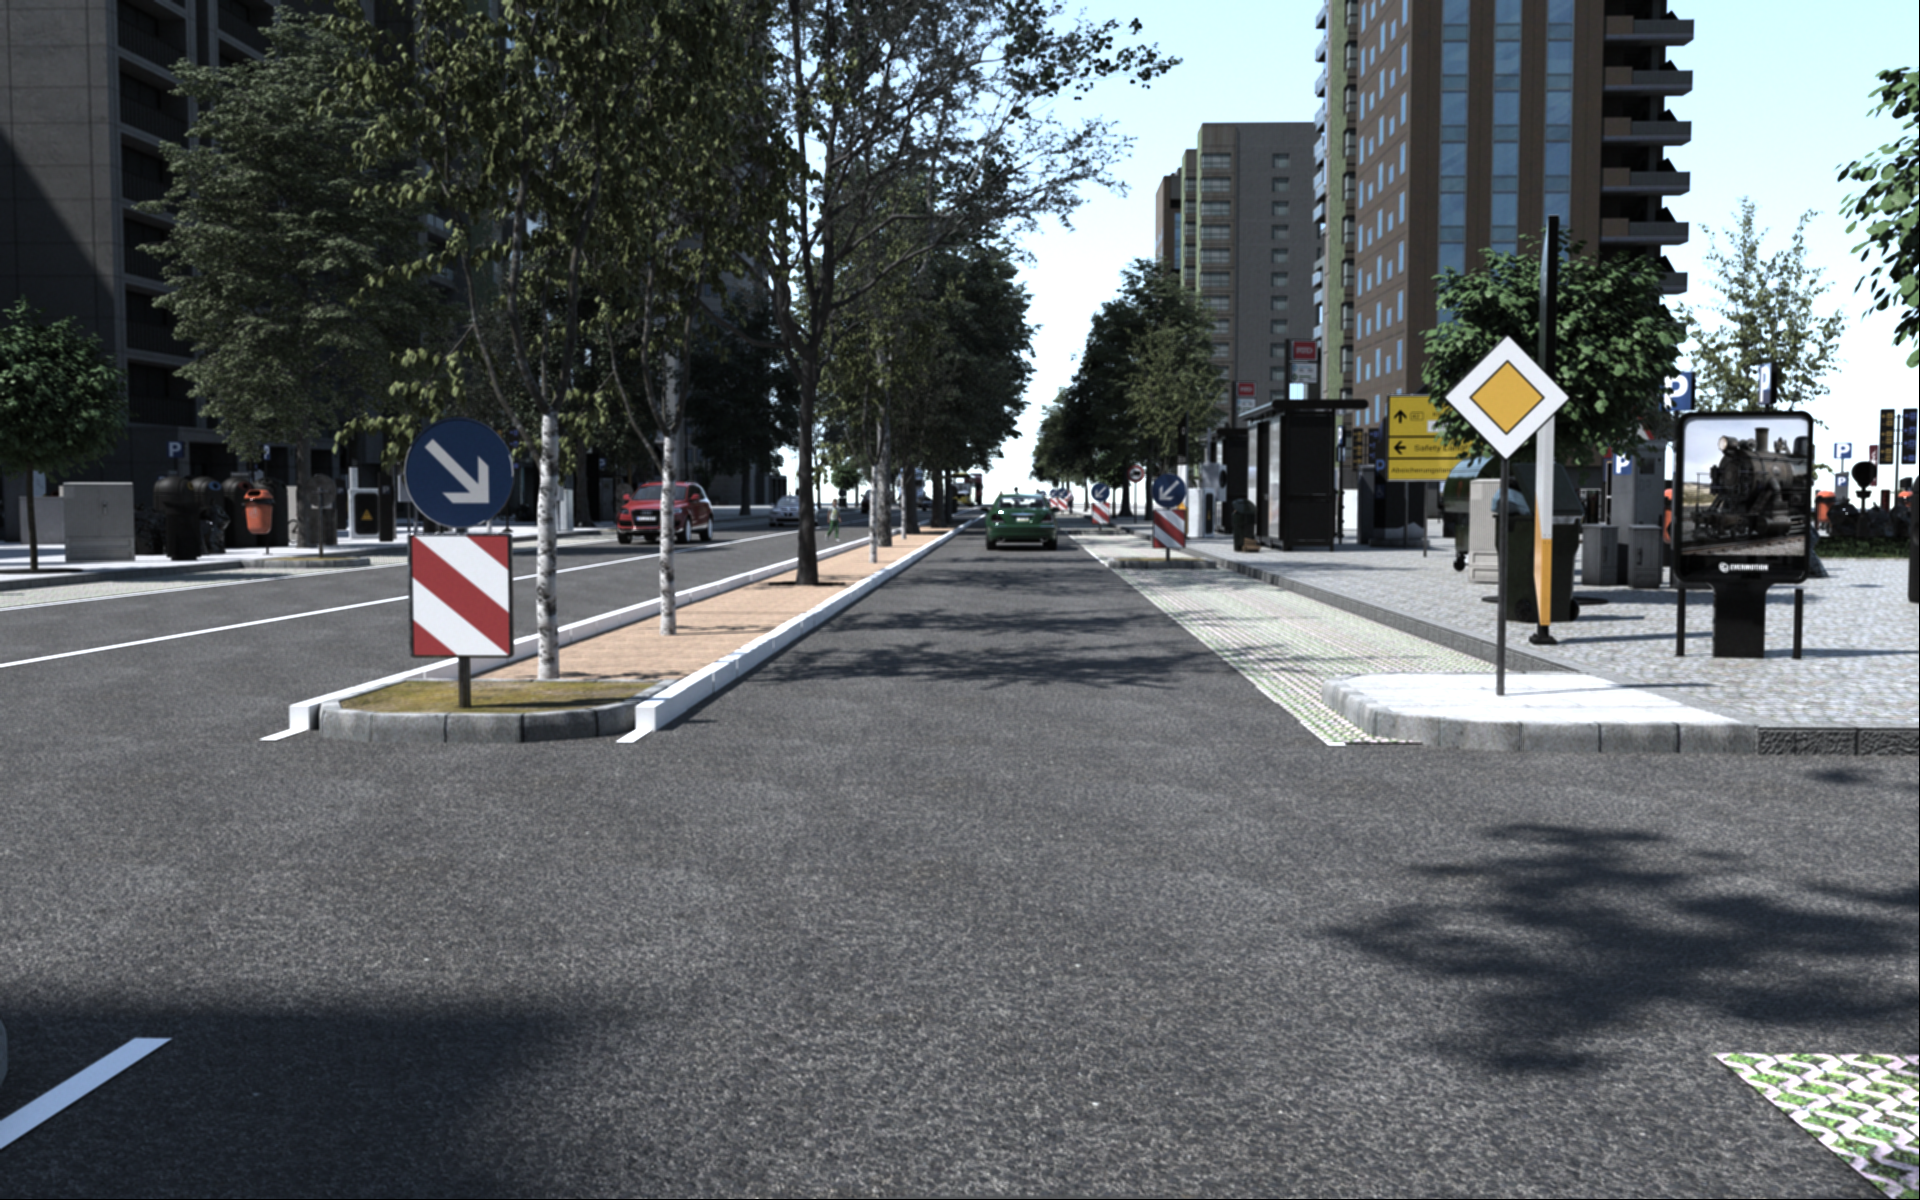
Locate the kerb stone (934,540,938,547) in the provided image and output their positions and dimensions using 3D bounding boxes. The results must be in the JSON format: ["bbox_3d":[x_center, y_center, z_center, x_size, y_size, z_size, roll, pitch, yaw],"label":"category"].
[{"bbox_3d":[-0.735,-1.439,45.774,0.120,0.150,1.000,0,4,2],"label":"kerb stone"}]

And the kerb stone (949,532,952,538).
[{"bbox_3d":[-0.427,-2.007,55.009,0.120,0.150,1.000,0,4,2],"label":"kerb stone"}]

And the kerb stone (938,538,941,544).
[{"bbox_3d":[-0.663,-1.565,47.829,0.120,0.150,1.000,0,4,2],"label":"kerb stone"}]

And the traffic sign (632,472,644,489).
[{"bbox_3d":[-15.391,-5.061,82.751,0.884,2.594,0.081,0,4,5],"label":"traffic sign"}]

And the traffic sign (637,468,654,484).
[{"bbox_3d":[-13.914,-4.678,76.595,0.768,2.556,0.104,1,4,9],"label":"traffic sign"}]

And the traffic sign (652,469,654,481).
[{"bbox_3d":[-15.161,-5.176,84.730,0.768,2.556,0.104,0,4,5],"label":"traffic sign"}]

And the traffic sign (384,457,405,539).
[{"bbox_3d":[-16.020,-2.993,49.036,0.768,2.556,0.104,1,4,10],"label":"traffic sign"}]

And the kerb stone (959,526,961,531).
[{"bbox_3d":[-0.126,-2.571,64.232,0.120,0.150,1.000,0,4,2],"label":"kerb stone"}]

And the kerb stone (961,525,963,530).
[{"bbox_3d":[-0.050,-2.697,66.289,0.120,0.150,1.000,0,4,2],"label":"kerb stone"}]

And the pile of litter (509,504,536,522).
[{"bbox_3d":[-20.202,-4.073,80.560,1.719,0.858,1.176,1,4,12],"label":"pile of litter"}]

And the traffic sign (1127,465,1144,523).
[{"bbox_3d":[7.707,-4.645,76.054,0.768,2.556,0.104,0,4,5],"label":"traffic sign"}]

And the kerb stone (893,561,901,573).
[{"bbox_3d":[-1.207,-0.563,31.427,0.120,0.150,1.000,0,4,2],"label":"kerb stone"}]

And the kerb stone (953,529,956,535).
[{"bbox_3d":[-0.298,-2.257,59.103,0.120,0.150,1.000,0,4,2],"label":"kerb stone"}]

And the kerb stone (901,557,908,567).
[{"bbox_3d":[-1.138,-0.690,33.475,0.120,0.150,1.000,0,4,2],"label":"kerb stone"}]

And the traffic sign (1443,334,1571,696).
[{"bbox_3d":[3.439,-0.448,10.966,0.795,2.450,0.064,0,4,2],"label":"traffic sign"}]

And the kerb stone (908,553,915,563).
[{"bbox_3d":[-1.068,-0.815,35.529,0.120,0.150,1.000,0,4,2],"label":"kerb stone"}]

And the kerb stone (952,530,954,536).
[{"bbox_3d":[-0.356,-2.132,57.060,0.120,0.150,1.000,0,4,2],"label":"kerb stone"}]

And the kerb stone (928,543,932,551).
[{"bbox_3d":[-0.837,-1.255,42.707,0.120,0.150,1.000,0,4,2],"label":"kerb stone"}]

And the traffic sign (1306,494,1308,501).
[{"bbox_3d":[9.559,-2.790,47.751,0.606,2.300,0.079,1,4,10],"label":"traffic sign"}]

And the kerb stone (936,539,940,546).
[{"bbox_3d":[-0.703,-1.499,46.796,0.120,0.150,1.000,0,4,2],"label":"kerb stone"}]

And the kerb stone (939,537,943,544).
[{"bbox_3d":[-0.631,-1.630,48.854,0.120,0.150,1.000,0,4,2],"label":"kerb stone"}]

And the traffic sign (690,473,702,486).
[{"bbox_3d":[-12.920,-5.048,84.670,0.606,2.300,0.079,0,4,6],"label":"traffic sign"}]

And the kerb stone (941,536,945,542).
[{"bbox_3d":[-0.592,-1.693,49.884,0.120,0.150,1.000,0,4,2],"label":"kerb stone"}]

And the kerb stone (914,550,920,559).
[{"bbox_3d":[-1.008,-0.941,37.579,0.120,0.150,1.000,0,4,2],"label":"kerb stone"}]

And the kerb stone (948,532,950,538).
[{"bbox_3d":[-0.458,-1.943,53.980,0.120,0.150,1.000,0,4,2],"label":"kerb stone"}]

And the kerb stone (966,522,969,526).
[{"bbox_3d":[0.183,-3.135,73.448,0.120,0.150,1.000,0,4,2],"label":"kerb stone"}]

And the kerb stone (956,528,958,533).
[{"bbox_3d":[-0.225,-2.381,61.156,0.120,0.150,1.000,0,4,2],"label":"kerb stone"}]

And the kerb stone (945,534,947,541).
[{"bbox_3d":[-0.533,-1.815,51.938,0.120,0.150,1.000,0,4,2],"label":"kerb stone"}]

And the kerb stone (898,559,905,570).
[{"bbox_3d":[-1.167,-0.625,32.448,0.120,0.150,1.000,0,4,2],"label":"kerb stone"}]

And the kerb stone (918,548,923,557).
[{"bbox_3d":[-0.977,-1.004,38.603,0.120,0.150,1.000,0,4,2],"label":"kerb stone"}]

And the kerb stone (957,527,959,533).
[{"bbox_3d":[-0.185,-2.446,62.185,0.120,0.150,1.000,0,4,2],"label":"kerb stone"}]

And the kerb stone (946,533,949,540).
[{"bbox_3d":[-0.490,-1.882,52.959,0.120,0.150,1.000,0,4,2],"label":"kerb stone"}]

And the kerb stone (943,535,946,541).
[{"bbox_3d":[-0.561,-1.754,50.914,0.120,0.150,1.000,0,4,2],"label":"kerb stone"}]

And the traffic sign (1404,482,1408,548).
[{"bbox_3d":[10.523,-2.491,40.832,0.768,2.556,0.104,1,4,10],"label":"traffic sign"}]

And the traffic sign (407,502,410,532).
[{"bbox_3d":[-18.747,-3.593,58.849,0.768,2.556,0.104,0,4,6],"label":"traffic sign"}]

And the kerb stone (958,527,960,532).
[{"bbox_3d":[-0.159,-2.508,63.206,0.120,0.150,1.000,0,4,2],"label":"kerb stone"}]

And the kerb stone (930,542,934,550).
[{"bbox_3d":[-0.808,-1.317,43.732,0.120,0.150,1.000,0,4,2],"label":"kerb stone"}]

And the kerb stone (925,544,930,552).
[{"bbox_3d":[-0.867,-1.192,41.686,0.120,0.150,1.000,0,4,2],"label":"kerb stone"}]

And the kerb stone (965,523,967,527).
[{"bbox_3d":[0.110,-3.009,71.406,0.120,0.150,1.000,0,4,2],"label":"kerb stone"}]

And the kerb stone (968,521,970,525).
[{"bbox_3d":[0.247,-3.260,75.498,0.120,0.150,1.000,0,4,2],"label":"kerb stone"}]

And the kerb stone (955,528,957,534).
[{"bbox_3d":[-0.255,-2.320,60.126,0.120,0.150,1.000,0,4,2],"label":"kerb stone"}]

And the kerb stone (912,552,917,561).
[{"bbox_3d":[-1.043,-0.878,36.557,0.120,0.150,1.000,0,4,2],"label":"kerb stone"}]

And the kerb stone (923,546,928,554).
[{"bbox_3d":[-0.907,-1.124,40.657,0.120,0.150,1.000,0,4,2],"label":"kerb stone"}]

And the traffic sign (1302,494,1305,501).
[{"bbox_3d":[9.687,-2.982,48.864,0.768,2.556,0.104,0,4,2],"label":"traffic sign"}]

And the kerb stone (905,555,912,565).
[{"bbox_3d":[-1.104,-0.752,34.497,0.120,0.150,1.000,0,4,2],"label":"kerb stone"}]

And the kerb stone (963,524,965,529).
[{"bbox_3d":[0.016,-2.822,68.341,0.120,0.150,1.000,0,4,2],"label":"kerb stone"}]

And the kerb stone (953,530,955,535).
[{"bbox_3d":[-0.326,-2.194,58.082,0.120,0.150,1.000,0,4,2],"label":"kerb stone"}]

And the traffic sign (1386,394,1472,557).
[{"bbox_3d":[9.805,-2.526,35.178,2.265,3.308,0.079,0,4,7],"label":"traffic sign"}]

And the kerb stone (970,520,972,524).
[{"bbox_3d":[0.358,-3.447,78.563,0.120,0.150,1.000,0,4,2],"label":"kerb stone"}]

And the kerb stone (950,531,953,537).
[{"bbox_3d":[-0.397,-2.069,56.030,0.120,0.150,1.000,0,4,2],"label":"kerb stone"}]

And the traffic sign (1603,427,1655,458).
[{"bbox_3d":[9.891,-1.559,25.494,0.884,2.594,0.081,0,4,2],"label":"traffic sign"}]

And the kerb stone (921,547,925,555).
[{"bbox_3d":[-0.937,-1.066,39.627,0.120,0.150,1.000,0,4,2],"label":"kerb stone"}]

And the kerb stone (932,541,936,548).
[{"bbox_3d":[-0.770,-1.377,44.753,0.120,0.150,1.000,0,4,2],"label":"kerb stone"}]
